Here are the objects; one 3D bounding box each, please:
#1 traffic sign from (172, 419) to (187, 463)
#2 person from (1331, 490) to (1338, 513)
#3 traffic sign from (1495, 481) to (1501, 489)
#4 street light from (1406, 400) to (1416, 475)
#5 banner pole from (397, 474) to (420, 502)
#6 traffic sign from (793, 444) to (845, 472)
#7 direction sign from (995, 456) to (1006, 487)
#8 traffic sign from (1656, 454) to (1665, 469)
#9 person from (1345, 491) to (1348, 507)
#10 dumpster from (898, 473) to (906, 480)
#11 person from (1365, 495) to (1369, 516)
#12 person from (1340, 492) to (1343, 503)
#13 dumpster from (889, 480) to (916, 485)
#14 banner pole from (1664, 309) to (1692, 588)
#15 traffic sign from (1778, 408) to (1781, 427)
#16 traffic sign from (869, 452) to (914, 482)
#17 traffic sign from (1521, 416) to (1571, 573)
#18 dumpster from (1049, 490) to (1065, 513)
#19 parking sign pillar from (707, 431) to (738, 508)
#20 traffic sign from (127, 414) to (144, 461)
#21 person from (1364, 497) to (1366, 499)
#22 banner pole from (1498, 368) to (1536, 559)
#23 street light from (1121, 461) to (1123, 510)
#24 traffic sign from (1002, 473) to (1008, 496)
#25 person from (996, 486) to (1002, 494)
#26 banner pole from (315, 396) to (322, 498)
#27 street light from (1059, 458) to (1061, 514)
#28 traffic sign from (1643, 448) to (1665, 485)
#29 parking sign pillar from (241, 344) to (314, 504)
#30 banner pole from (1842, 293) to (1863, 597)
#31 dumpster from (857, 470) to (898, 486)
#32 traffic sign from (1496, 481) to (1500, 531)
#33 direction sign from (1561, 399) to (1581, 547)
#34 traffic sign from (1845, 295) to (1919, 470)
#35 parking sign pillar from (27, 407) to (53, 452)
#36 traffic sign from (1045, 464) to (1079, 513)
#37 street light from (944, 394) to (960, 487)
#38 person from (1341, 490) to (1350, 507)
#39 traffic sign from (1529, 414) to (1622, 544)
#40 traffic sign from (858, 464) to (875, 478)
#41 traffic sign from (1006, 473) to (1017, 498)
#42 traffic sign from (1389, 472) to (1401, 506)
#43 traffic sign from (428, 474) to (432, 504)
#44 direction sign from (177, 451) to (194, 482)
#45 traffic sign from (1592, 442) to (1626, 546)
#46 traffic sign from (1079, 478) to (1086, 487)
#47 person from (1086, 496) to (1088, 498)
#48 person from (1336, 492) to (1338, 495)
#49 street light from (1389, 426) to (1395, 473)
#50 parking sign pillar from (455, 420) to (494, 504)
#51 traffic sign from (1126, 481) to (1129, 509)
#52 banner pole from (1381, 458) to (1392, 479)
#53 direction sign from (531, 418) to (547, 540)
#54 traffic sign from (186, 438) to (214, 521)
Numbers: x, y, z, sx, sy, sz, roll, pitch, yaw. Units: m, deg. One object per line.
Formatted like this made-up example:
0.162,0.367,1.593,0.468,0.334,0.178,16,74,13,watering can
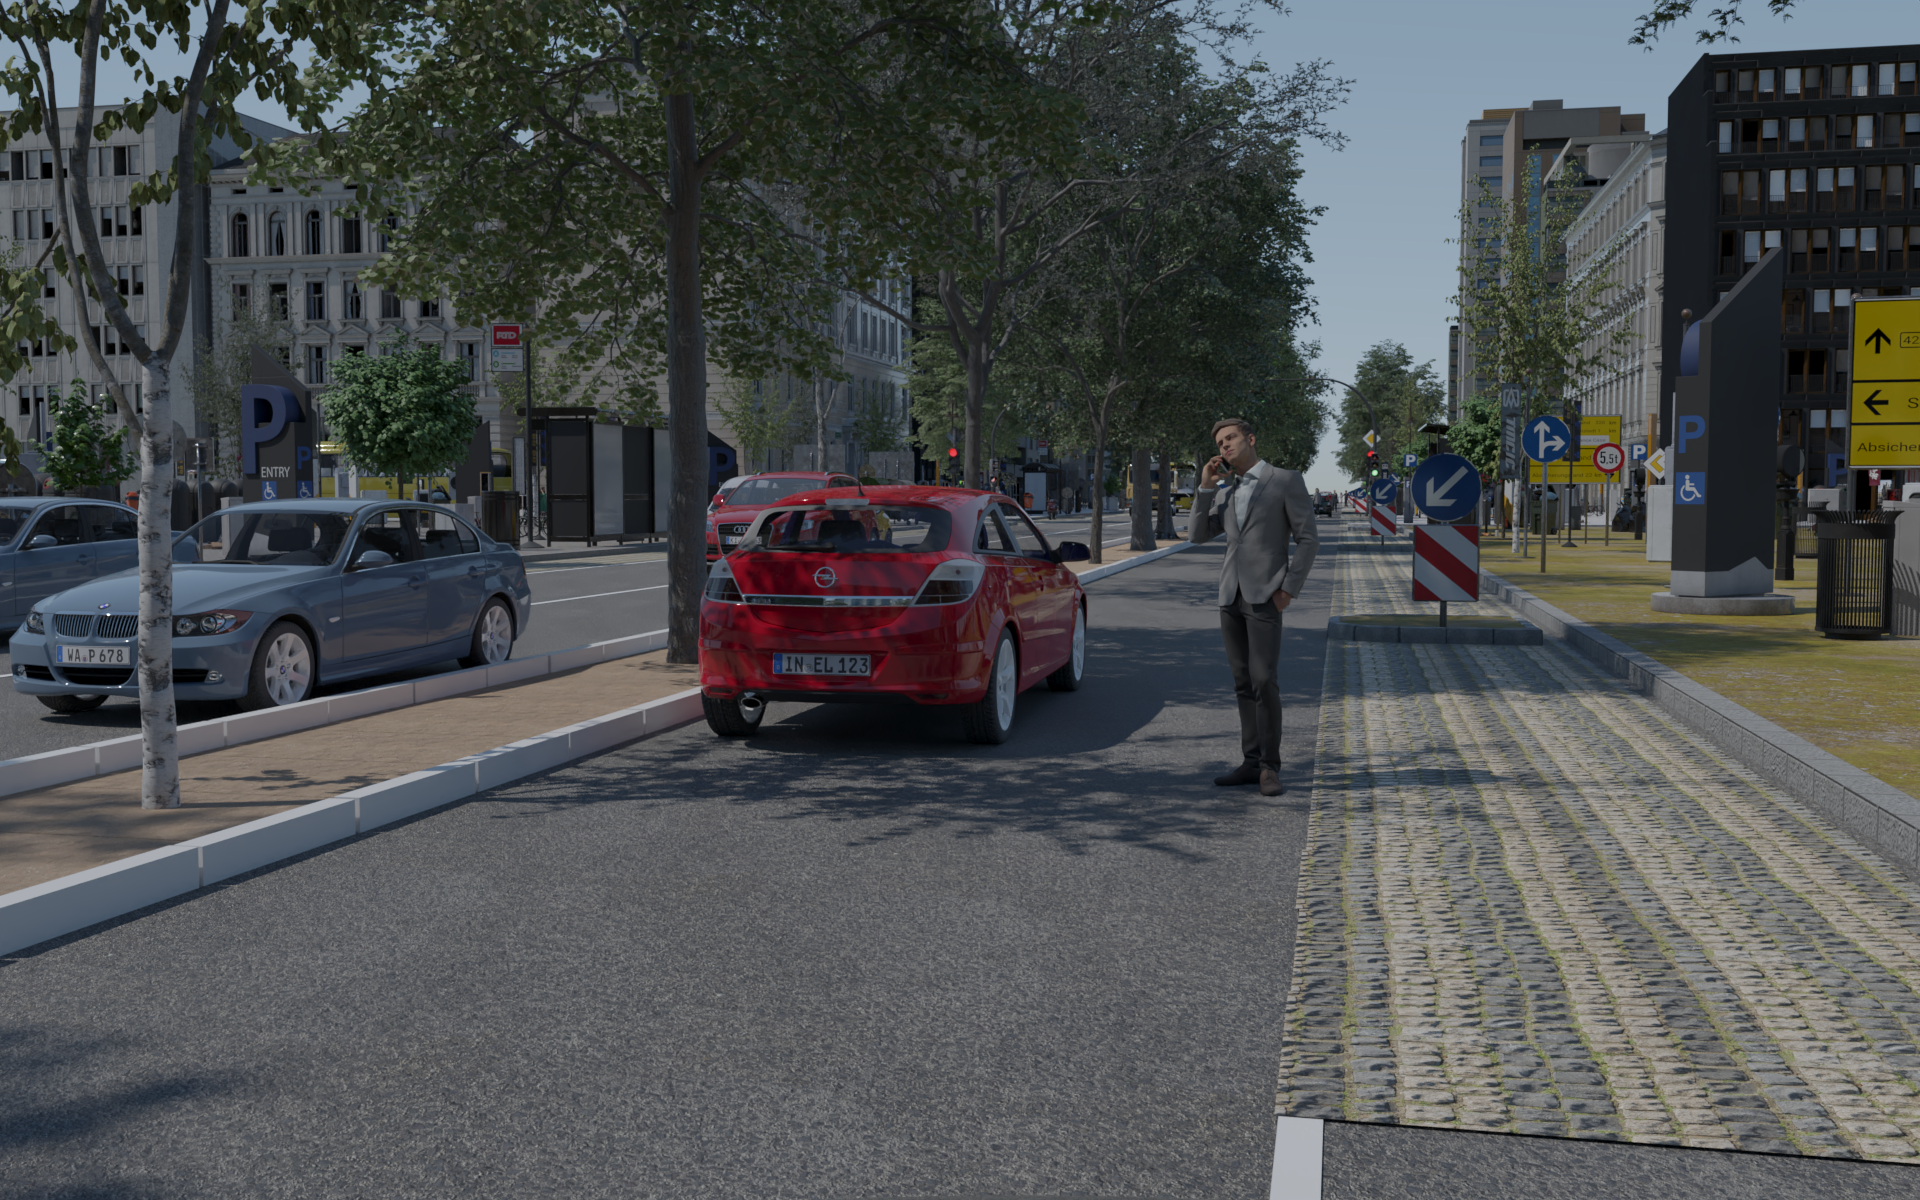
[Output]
-13.360,-1.778,29.173,0.768,2.556,0.104,1,4,14,traffic sign
29.117,-7.695,134.727,0.576,1.772,0.534,1,4,14,person
26.834,-5.302,86.788,0.768,2.556,0.104,1,4,22,traffic sign
22.204,-6.894,85.508,0.468,5.910,1.993,1,4,12,street light
-16.555,-3.801,52.158,0.863,3.779,0.401,0,4,0,banner pole
-5.771,-4.710,70.882,2.265,3.308,0.079,1,4,17,traffic sign
2.325,-6.778,102.819,0.876,3.537,0.379,1,4,14,direction sign
16.776,-2.419,40.730,0.795,2.450,0.064,1,4,19,traffic sign
39.205,-10.172,175.727,0.530,1.710,0.541,3,5,40,person
-3.135,-4.774,80.546,1.502,2.255,1.985,1,4,13,dumpster
25.041,-5.954,106.022,0.466,1.800,0.511,1,4,23,person
60.501,-16.250,274.863,0.551,1.740,0.621,1,4,12,person
-2.468,-4.044,71.874,1.264,1.857,1.865,1,4,12,dumpster
9.892,-2.036,23.303,0.401,3.779,0.863,-1,4,-17,banner pole
9.103,-1.227,20.168,0.768,2.556,0.104,1,4,22,traffic sign
-3.296,-5.459,83.135,2.265,3.308,0.079,1,4,16,traffic sign
9.528,-1.720,28.222,0.768,2.556,0.104,1,4,17,traffic sign
6.906,-7.020,120.539,1.264,1.857,1.865,1,4,12,dumpster
-9.858,-5.092,71.732,1.447,3.967,1.447,-1,4,-21,parking sign pillar
-12.849,-1.666,27.338,0.768,2.556,0.104,1,4,19,traffic sign
33.226,-8.079,141.599,0.522,1.701,0.512,1,4,10,person
11.082,-2.718,34.456,0.863,3.779,0.401,-1,4,-17,banner pole
13.327,-10.346,141.946,0.468,5.910,1.993,1,4,12,street light
2.877,-6.425,105.160,0.768,2.556,0.104,1,4,21,traffic sign
1.838,-4.481,81.865,0.391,1.810,0.635,0,4,-7,person
-16.278,-3.302,44.011,0.401,3.779,0.863,-1,4,-18,banner pole
6.432,-8.448,110.907,0.468,5.910,1.993,1,4,12,street light
17.503,-2.580,43.375,0.795,2.450,0.064,1,4,18,traffic sign
-12.126,-2.586,30.758,1.447,3.967,1.447,2,4,26,parking sign pillar
11.311,-1.926,21.514,0.401,3.779,0.863,-3,4,-36,banner pole
-3.600,-4.134,70.089,1.502,2.255,1.985,1,4,12,dumpster
17.152,-3.369,55.190,0.768,2.556,0.104,1,4,17,traffic sign
14.730,-3.043,41.757,0.876,3.537,0.379,-3,5,-44,direction sign
10.285,-1.456,17.682,2.265,3.308,0.079,1,4,17,traffic sign
-28.779,-4.019,54.186,1.447,3.967,1.447,-3,5,-40,parking sign pillar
6.799,-7.439,115.495,2.265,3.308,0.079,1,4,13,traffic sign
-0.338,-6.548,79.840,0.468,5.910,1.993,1,4,12,street light
42.622,-11.204,191.310,1.348,1.869,0.705,-1,4,-19,person
15.775,-3.096,44.498,2.265,3.308,0.079,1,4,14,traffic sign
-3.933,-4.457,72.981,0.768,2.556,0.104,1,4,18,traffic sign
3.013,-6.342,103.802,0.768,2.556,0.104,1,4,15,traffic sign
24.551,-5.965,97.631,0.768,2.556,0.104,1,4,15,traffic sign
-12.080,-2.408,39.473,0.768,2.556,0.104,1,4,18,traffic sign
-33.164,-5.029,74.214,0.876,3.537,0.379,1,4,17,direction sign
15.983,-2.606,42.721,0.768,2.556,0.104,1,4,16,traffic sign
9.639,-8.446,138.196,0.768,2.556,0.104,1,4,17,traffic sign
17.534,-13.906,235.996,0.705,1.807,1.348,2,4,26,person
63.660,-17.345,293.013,0.541,1.710,0.530,2,4,30,person
29.088,-8.797,116.617,0.468,5.910,1.993,1,4,12,street light
-17.823,-4.594,63.581,1.447,3.967,1.447,0,4,6,parking sign pillar
14.939,-9.366,153.238,0.768,2.556,0.104,1,4,19,traffic sign
29.537,-7.936,119.764,0.863,3.779,0.401,0,4,8,banner pole
-11.733,-3.439,48.233,0.379,3.537,0.876,1,4,22,direction sign
-13.820,-1.796,31.500,0.606,2.300,0.079,1,4,18,traffic sign
